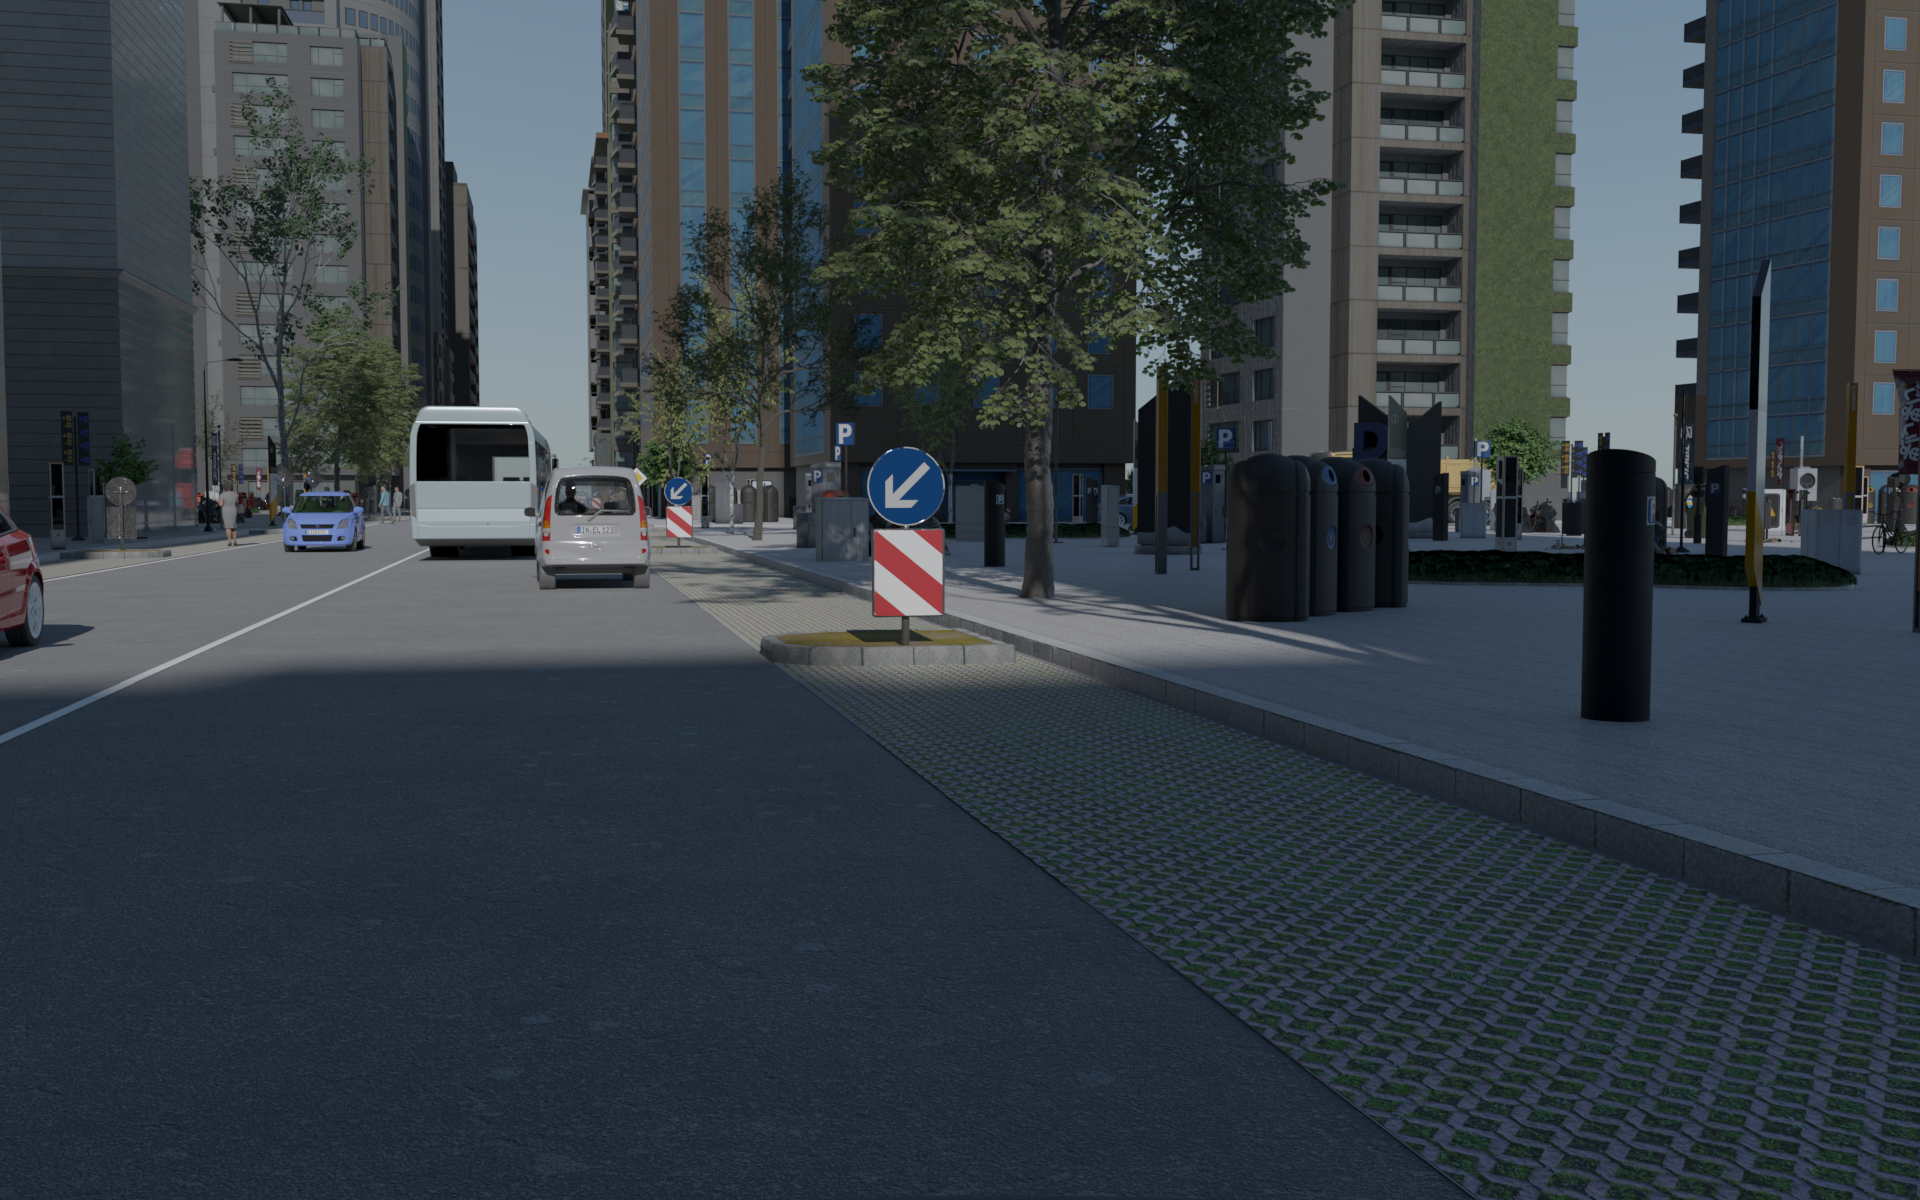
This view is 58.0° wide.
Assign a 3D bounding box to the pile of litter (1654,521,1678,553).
[{"bbox_3d":[13.165,-1.123,32.321,1.176,0.858,1.719,2,4,28],"label":"pile of litter"}]

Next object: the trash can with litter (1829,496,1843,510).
[{"bbox_3d":[33.082,-3.375,66.242,2.233,1.210,1.678,0,4,2],"label":"trash can with litter"}]

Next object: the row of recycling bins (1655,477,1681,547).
[{"bbox_3d":[14.391,-1.818,36.833,1.069,1.692,3.534,1,4,14],"label":"row of recycling bins"}]

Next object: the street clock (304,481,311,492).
[{"bbox_3d":[-36.151,-5.588,95.938,0.358,2.002,0.471,-3,5,-40],"label":"street clock"}]

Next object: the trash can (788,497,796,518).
[{"bbox_3d":[-8.790,-4.925,92.173,0.748,1.137,0.748,0,3,0],"label":"trash can"}]

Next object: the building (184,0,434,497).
[{"bbox_3d":[-63.139,-38.276,167.813,21.231,58.520,28.212,-1,4,-13],"label":"building"}]

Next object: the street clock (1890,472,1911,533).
[{"bbox_3d":[30.417,-3.143,55.965,0.358,2.002,0.471,-1,4,-20],"label":"street clock"}]

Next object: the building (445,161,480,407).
[{"bbox_3d":[-82.219,-38.485,252.924,21.300,48.544,21.600,-1,4,-13],"label":"building"}]

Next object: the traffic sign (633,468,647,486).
[{"bbox_3d":[-12.278,-3.802,65.807,0.795,2.450,0.064,-1,4,-13],"label":"traffic sign"}]

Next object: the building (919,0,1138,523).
[{"bbox_3d":[-0.394,-26.519,83.702,14.200,45.320,14.600,-1,4,-13],"label":"building"}]

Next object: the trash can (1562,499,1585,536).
[{"bbox_3d":[18.791,-2.528,52.989,0.748,1.137,0.748,0,3,0],"label":"trash can"}]

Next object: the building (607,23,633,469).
[{"bbox_3d":[-24.412,-28.897,156.053,14.154,41.232,14.086,-1,4,-13],"label":"building"}]

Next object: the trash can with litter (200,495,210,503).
[{"bbox_3d":[-45.767,-5.688,104.055,2.233,1.210,1.678,-1,4,-23],"label":"trash can with litter"}]

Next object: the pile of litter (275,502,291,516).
[{"bbox_3d":[-39.628,-5.373,101.820,1.719,0.858,1.176,2,4,31],"label":"pile of litter"}]

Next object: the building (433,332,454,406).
[{"bbox_3d":[-72.380,-21.469,196.055,27.650,21.520,28.899,-1,4,-13],"label":"building"}]

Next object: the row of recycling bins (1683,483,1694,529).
[{"bbox_3d":[27.697,-3.563,65.361,1.069,1.692,3.534,3,4,36],"label":"row of recycling bins"}]

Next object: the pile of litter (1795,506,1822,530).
[{"bbox_3d":[30.153,-2.907,61.488,1.719,0.858,1.176,0,4,-6],"label":"pile of litter"}]

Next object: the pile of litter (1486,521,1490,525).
[{"bbox_3d":[22.329,-3.474,70.771,1.719,0.858,1.176,3,4,39],"label":"pile of litter"}]

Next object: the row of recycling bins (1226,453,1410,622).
[{"bbox_3d":[3.883,-0.713,18.769,1.069,1.692,3.534,3,4,36],"label":"row of recycling bins"}]

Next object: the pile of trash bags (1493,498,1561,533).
[{"bbox_3d":[18.983,-2.986,58.576,1.912,1.369,3.447,0,4,3],"label":"pile of trash bags"}]

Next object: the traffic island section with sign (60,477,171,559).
[{"bbox_3d":[-18.931,-1.855,38.963,1.989,1.847,2.006,-1,4,-13],"label":"traffic island section with sign"}]

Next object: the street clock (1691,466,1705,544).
[{"bbox_3d":[19.138,-2.466,44.893,0.358,2.002,0.471,2,4,29],"label":"street clock"}]

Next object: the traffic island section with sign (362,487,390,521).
[{"bbox_3d":[-31.456,-5.118,92.299,1.989,1.847,2.006,-1,4,-13],"label":"traffic island section with sign"}]

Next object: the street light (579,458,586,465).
[{"bbox_3d":[-49.756,-15.837,231.482,1.470,5.913,1.316,-1,4,-13],"label":"street light"}]

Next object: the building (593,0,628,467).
[{"bbox_3d":[-26.481,-52.954,178.470,22.319,86.520,31.000,-1,4,-13],"label":"building"}]

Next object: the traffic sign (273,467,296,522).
[{"bbox_3d":[-24.544,-3.628,62.957,0.795,2.450,0.064,-1,4,-13],"label":"traffic sign"}]

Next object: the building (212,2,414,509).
[{"bbox_3d":[-54.964,-28.439,148.566,14.154,41.232,14.086,-1,4,-13],"label":"building"}]

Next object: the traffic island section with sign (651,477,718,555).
[{"bbox_3d":[-6.938,-2.026,41.760,1.989,1.847,2.006,-1,4,-13],"label":"traffic island section with sign"}]

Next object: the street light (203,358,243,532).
[{"bbox_3d":[-25.144,-5.294,59.100,1.470,5.913,1.316,-1,4,-13],"label":"street light"}]

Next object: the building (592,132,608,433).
[{"bbox_3d":[-32.826,-33.922,209.250,22.147,44.769,28.867,-1,4,-13],"label":"building"}]

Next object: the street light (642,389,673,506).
[{"bbox_3d":[-13.372,-6.384,76.925,1.470,5.913,1.316,-1,4,-13],"label":"street light"}]

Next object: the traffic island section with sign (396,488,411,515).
[{"bbox_3d":[-37.659,-6.731,118.678,1.989,1.847,2.006,-1,4,-13],"label":"traffic island section with sign"}]

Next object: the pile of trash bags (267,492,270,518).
[{"bbox_3d":[-38.558,-5.099,93.129,3.447,1.369,1.912,-2,4,-28],"label":"pile of trash bags"}]

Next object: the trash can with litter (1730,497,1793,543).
[{"bbox_3d":[21.294,-2.147,46.161,1.678,1.210,2.233,2,4,33],"label":"trash can with litter"}]

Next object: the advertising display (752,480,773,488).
[{"bbox_3d":[-9.318,-4.673,81.619,0.974,1.923,0.123,0,4,2],"label":"advertising display"}]

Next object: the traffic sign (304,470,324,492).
[{"bbox_3d":[-26.371,-4.103,70.731,0.795,2.450,0.064,-1,4,-13],"label":"traffic sign"}]

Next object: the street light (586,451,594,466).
[{"bbox_3d":[-39.283,-13.123,187.100,1.470,5.913,1.316,-1,4,-13],"label":"street light"}]

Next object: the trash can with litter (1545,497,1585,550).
[{"bbox_3d":[14.707,-1.789,40.309,2.233,1.210,1.678,1,4,11],"label":"trash can with litter"}]

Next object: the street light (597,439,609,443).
[{"bbox_3d":[-31.208,-11.009,152.539,1.470,5.913,1.316,-1,4,-13],"label":"street light"}]

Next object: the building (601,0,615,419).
[{"bbox_3d":[-40.944,-49.050,240.211,20.563,71.187,20.611,-1,4,-13],"label":"building"}]

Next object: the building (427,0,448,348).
[{"bbox_3d":[-77.312,-48.532,231.744,20.563,71.187,20.611,-1,4,-13],"label":"building"}]

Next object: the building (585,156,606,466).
[{"bbox_3d":[-41.717,-41.346,265.252,28.713,52.752,27.495,-1,4,-13],"label":"building"}]

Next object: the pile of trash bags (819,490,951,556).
[{"bbox_3d":[-1.746,-1.572,35.449,1.912,1.369,3.447,2,4,32],"label":"pile of trash bags"}]

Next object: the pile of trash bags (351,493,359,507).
[{"bbox_3d":[-38.870,-6.087,109.270,1.912,1.369,3.447,0,4,7],"label":"pile of trash bags"}]

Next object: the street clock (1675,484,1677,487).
[{"bbox_3d":[47.564,-6.729,114.595,0.471,2.002,0.358,-1,4,-22],"label":"street clock"}]

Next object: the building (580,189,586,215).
[{"bbox_3d":[-48.769,-42.969,291.789,28.713,52.752,27.495,-1,4,-13],"label":"building"}]

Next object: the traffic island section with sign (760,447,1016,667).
[{"bbox_3d":[-0.724,-0.407,15.281,1.989,1.847,2.006,-1,4,-13],"label":"traffic island section with sign"}]

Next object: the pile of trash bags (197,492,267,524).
[{"bbox_3d":[-32.660,-4.111,76.962,1.912,1.369,3.447,0,4,4],"label":"pile of trash bags"}]

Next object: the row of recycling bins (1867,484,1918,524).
[{"bbox_3d":[40.213,-4.101,74.169,3.534,1.692,1.069,2,4,23],"label":"row of recycling bins"}]

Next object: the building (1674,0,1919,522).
[{"bbox_3d":[48.828,-27.002,91.596,14.200,45.320,14.600,-1,4,-13],"label":"building"}]

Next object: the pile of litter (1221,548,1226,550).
[{"bbox_3d":[6.864,-1.563,39.512,1.719,0.858,1.176,2,4,24],"label":"pile of litter"}]

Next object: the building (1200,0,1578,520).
[{"bbox_3d":[21.306,-24.751,88.268,14.086,41.232,14.154,-1,4,-13],"label":"building"}]

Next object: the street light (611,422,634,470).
[{"bbox_3d":[-21.633,-8.512,111.712,1.470,5.913,1.316,-1,4,-13],"label":"street light"}]

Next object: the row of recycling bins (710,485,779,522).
[{"bbox_3d":[-10.033,-4.389,78.869,3.534,1.692,1.069,0,4,-6],"label":"row of recycling bins"}]
